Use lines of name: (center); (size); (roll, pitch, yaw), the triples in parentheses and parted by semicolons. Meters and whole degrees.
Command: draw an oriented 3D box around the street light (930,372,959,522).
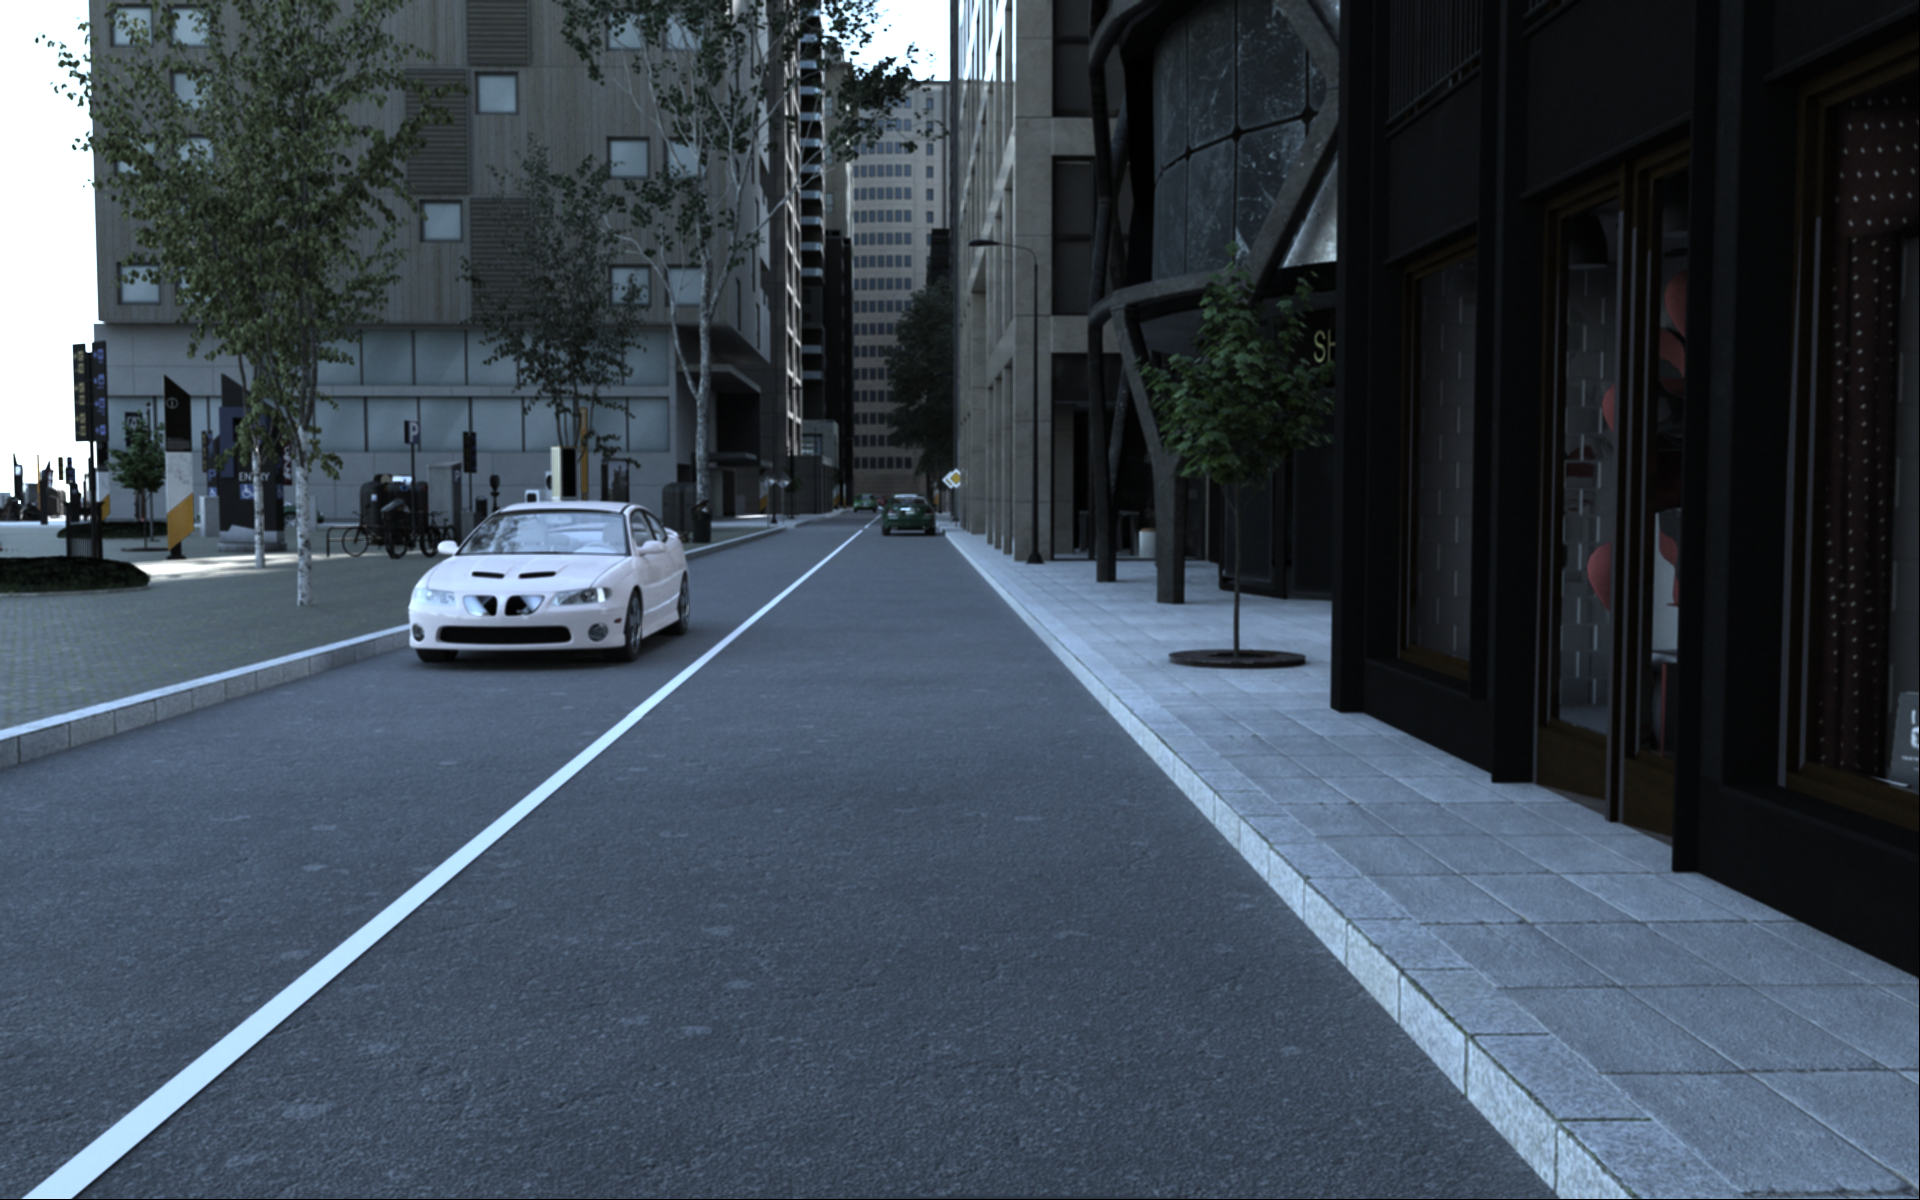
street light: (-0.290, -5.726, 66.166); (1.470, 5.913, 1.316); (0, 4, -2)

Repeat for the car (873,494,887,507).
car: (-8.177, -9.713, 167.847); (2.155, 1.783, 4.494); (0, 4, -4)

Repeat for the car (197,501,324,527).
car: (-28.544, -3.608, 70.794); (4.920, 1.459, 2.131); (0, 4, -3)

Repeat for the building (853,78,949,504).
building: (-8.355, -42.881, 243.104); (28.212, 58.520, 21.231); (0, 4, -2)

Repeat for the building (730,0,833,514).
building: (-19.236, -41.557, 117.703); (20.563, 71.187, 20.611); (0, 4, -2)

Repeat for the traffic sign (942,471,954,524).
traffic sign: (-0.397, -4.361, 74.945); (0.795, 2.450, 0.064); (0, 4, -2)

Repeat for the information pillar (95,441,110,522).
information pillar: (-31.727, -4.447, 64.065); (0.183, 3.616, 0.504); (2, 4, 24)

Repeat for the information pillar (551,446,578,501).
information pillar: (-6.129, -1.369, 26.879); (0.304, 2.012, 0.304); (-3, 5, -41)

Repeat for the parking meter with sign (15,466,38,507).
parking meter with sign: (-58.622, -6.916, 109.345); (0.543, 3.016, 1.738); (2, 4, 26)

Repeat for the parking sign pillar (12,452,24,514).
parking sign pillar: (-60.654, -7.530, 111.580); (1.447, 3.967, 1.447); (-1, 4, -21)

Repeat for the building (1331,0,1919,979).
building: (8.613, -10.538, 1.976); (12.332, 23.373, 15.834); (0, 4, -2)

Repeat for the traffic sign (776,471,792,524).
traffic sign: (-7.638, -4.349, 74.742); (0.795, 2.450, 0.064); (0, 4, -2)

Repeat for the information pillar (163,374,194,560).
information pillar: (-15.347, -2.608, 33.997); (0.504, 3.616, 0.183); (-2, 4, -32)

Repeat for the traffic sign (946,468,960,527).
traffic sign: (-0.149, -3.873, 66.964); (0.795, 2.450, 0.064); (0, 4, -2)

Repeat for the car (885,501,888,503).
car: (-4.063, -6.302, 115.620); (1.945, 1.354, 3.894); (0, 4, -1)

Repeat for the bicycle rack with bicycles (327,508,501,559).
bicycle rack with bicycles: (-11.500, -1.367, 35.728); (2.852, 0.926, 2.925); (2, 4, 29)

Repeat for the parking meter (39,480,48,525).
parking meter: (-38.636, -4.117, 73.024); (0.255, 1.863, 0.399); (-2, 4, -23)

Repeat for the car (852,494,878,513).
car: (-7.417, -7.734, 135.240); (1.959, 1.807, 4.718); (0, 4, -3)

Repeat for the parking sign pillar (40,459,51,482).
parking sign pillar: (-70.651, -8.895, 133.911); (1.447, 3.967, 1.447); (-1, 4, -12)

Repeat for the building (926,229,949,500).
building: (3.772, -25.598, 190.222); (14.160, 30.474, 14.107); (0, 4, -2)

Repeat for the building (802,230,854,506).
building: (-18.835, -25.426, 187.417); (14.160, 30.474, 14.107); (0, 4, -2)

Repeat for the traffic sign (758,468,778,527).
traffic sign: (-7.391, -3.860, 66.761); (0.795, 2.450, 0.064); (0, 4, -2)

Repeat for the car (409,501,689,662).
car: (-3.709, -0.241, 16.305); (2.083, 1.381, 4.827); (0, 4, 0)

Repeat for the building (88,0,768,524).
building: (-23.828, -30.390, 86.116); (28.713, 52.752, 27.495); (0, 4, -2)

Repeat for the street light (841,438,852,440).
street light: (-9.652, -10.460, 143.566); (1.470, 5.913, 1.316); (0, 4, -2)

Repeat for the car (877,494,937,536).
car: (-1.834, -3.013, 61.062); (2.131, 1.459, 4.920); (0, 4, -4)

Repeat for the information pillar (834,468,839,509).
information pillar: (-10.583, -9.598, 148.284); (0.504, 3.616, 0.183); (-1, 4, -11)

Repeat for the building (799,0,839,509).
building: (-22.584, -52.012, 163.068); (22.319, 86.520, 31.000); (0, 4, -2)

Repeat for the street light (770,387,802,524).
street light: (-7.534, -6.265, 74.977); (1.470, 5.913, 1.316); (0, 4, -2)

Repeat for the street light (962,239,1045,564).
street light: (0.843, -3.621, 31.750); (1.470, 5.913, 1.316); (0, 4, -2)

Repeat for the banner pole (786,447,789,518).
banner pole: (-9.080, -6.188, 91.187); (0.401, 3.779, 0.863); (0, 4, -4)

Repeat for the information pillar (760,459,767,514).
information pillar: (-12.434, -7.221, 109.418); (0.504, 3.616, 0.183); (-1, 4, -9)

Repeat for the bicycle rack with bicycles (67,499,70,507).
bicycle rack with bicycles: (-66.269, -7.145, 130.196); (2.852, 0.926, 2.925); (-1, 4, -18)

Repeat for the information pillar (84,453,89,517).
information pillar: (-49.501, -6.530, 98.117); (0.183, 3.616, 0.504); (-2, 4, -26)

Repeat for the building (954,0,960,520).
building: (14.038, -33.046, 82.307); (28.212, 58.520, 21.231); (0, 4, -2)

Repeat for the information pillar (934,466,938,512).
information pillar: (-1.717, -8.044, 122.873); (0.183, 3.616, 0.504); (-3, 4, -36)

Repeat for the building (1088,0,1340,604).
building: (10.128, -9.578, 24.050); (16.820, 18.784, 16.811); (0, 4, -2)

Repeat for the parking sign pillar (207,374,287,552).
parking sign pillar: (-15.869, -3.074, 38.739); (1.447, 3.967, 1.447); (0, 4, 2)

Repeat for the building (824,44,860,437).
building: (-26.235, -37.968, 210.016); (27.495, 52.752, 28.713); (0, 4, -2)

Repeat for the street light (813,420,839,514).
street light: (-8.589, -8.363, 109.272); (1.470, 5.913, 1.316); (0, 4, -2)

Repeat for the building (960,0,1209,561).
building: (10.107, -14.986, 49.543); (19.350, 26.468, 34.151); (0, 4, -2)

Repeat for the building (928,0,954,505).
building: (7.176, -44.862, 171.749); (20.563, 71.187, 20.611); (0, 4, -2)

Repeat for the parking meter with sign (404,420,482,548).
parking meter with sign: (-12.211, -2.739, 41.049); (1.738, 3.016, 0.543); (1, 4, 13)

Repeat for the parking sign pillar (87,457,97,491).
parking sign pillar: (-63.642, -8.486, 127.216); (1.447, 3.967, 1.447); (-1, 4, -12)

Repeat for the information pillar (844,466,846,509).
information pillar: (-9.671, -9.405, 145.133); (0.183, 3.616, 0.504); (-1, 4, -13)

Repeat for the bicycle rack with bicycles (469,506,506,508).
bicycle rack with bicycles: (-13.594, -2.290, 50.818); (2.925, 0.926, 2.852); (2, 4, 25)

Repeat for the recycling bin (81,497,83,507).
recycling bin: (-67.531, -7.434, 134.094); (0.722, 1.027, 0.722); (0, 3, 0)

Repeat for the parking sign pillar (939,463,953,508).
parking sign pillar: (-1.063, -8.662, 130.103); (1.447, 3.967, 1.447); (-2, 4, -34)

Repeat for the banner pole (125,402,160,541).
banner pole: (-22.113, -3.472, 46.790); (0.401, 3.779, 0.863); (3, 5, 41)
